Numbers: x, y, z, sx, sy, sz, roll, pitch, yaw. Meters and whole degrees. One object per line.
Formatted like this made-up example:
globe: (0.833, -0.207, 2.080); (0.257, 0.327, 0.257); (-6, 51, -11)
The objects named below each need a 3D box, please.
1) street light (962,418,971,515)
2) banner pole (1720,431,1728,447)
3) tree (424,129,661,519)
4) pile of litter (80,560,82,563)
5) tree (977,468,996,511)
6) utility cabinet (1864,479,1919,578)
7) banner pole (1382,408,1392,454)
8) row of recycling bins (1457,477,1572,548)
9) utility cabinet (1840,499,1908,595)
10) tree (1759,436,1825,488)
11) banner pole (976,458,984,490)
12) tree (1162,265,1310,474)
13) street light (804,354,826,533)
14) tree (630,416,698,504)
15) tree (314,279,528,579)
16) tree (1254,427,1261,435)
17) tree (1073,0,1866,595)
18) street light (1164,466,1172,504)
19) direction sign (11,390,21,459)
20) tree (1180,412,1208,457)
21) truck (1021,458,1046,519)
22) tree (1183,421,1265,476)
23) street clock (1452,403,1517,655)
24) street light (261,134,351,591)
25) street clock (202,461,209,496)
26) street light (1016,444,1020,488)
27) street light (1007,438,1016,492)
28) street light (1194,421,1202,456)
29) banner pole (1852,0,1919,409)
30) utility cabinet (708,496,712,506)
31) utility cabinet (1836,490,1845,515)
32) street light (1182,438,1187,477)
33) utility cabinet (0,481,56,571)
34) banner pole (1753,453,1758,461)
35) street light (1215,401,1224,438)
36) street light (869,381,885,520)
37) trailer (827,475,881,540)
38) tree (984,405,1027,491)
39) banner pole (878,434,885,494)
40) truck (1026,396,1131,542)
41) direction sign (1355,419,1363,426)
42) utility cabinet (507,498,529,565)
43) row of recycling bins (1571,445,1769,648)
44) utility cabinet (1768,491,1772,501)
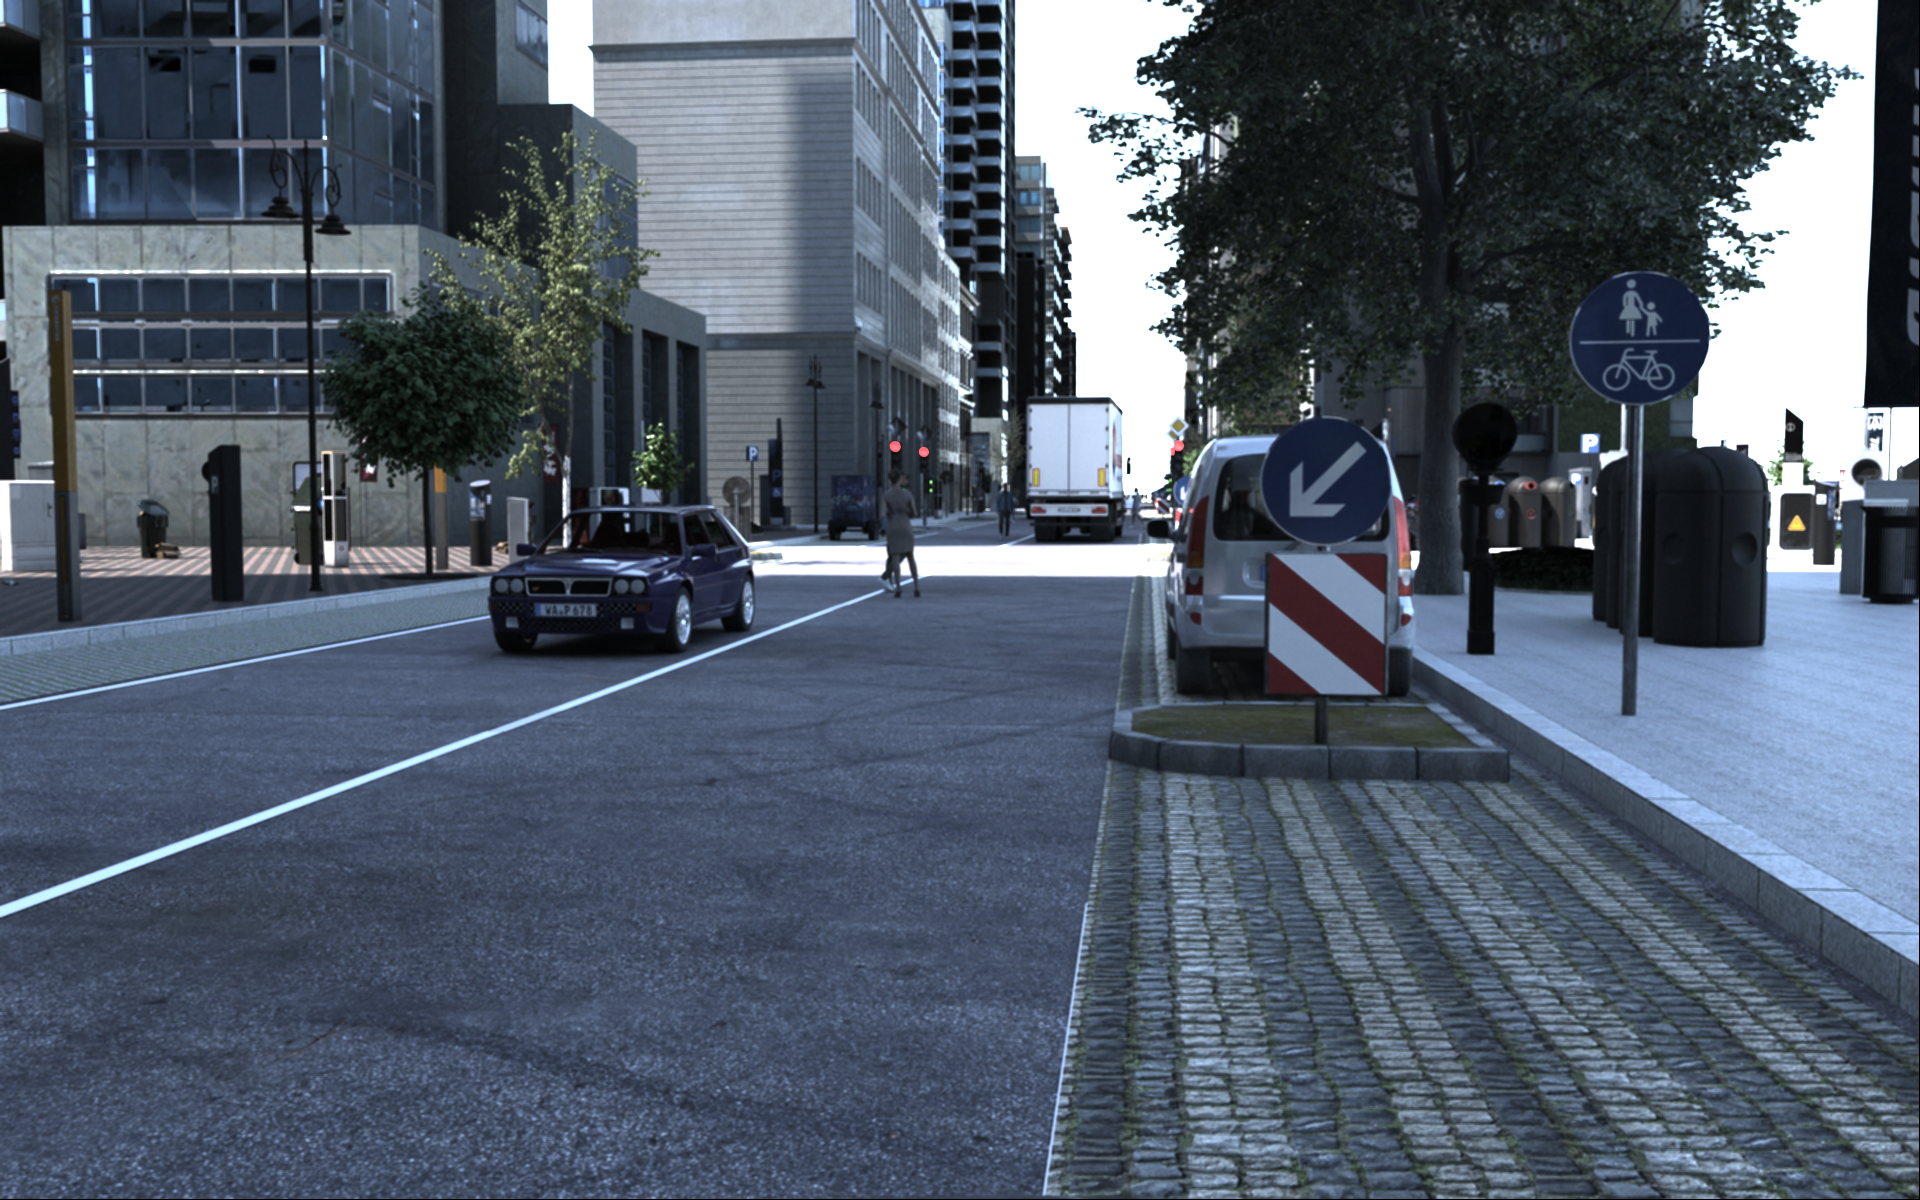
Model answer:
street light: (0.455, -8.099, 105.198); (0.468, 5.910, 1.993); (0, 4, 6)
banner pole: (30.498, -4.844, 69.218); (0.401, 3.779, 0.863); (0, 4, 3)
tree: (-8.098, -5.144, 34.466); (4.737, 8.622, 4.395); (0, 3, 0)
pile of litter: (-16.946, -1.113, 32.164); (1.176, 0.858, 1.719); (-1, 4, -21)
tree: (2.003, -8.280, 129.983); (1.663, 3.219, 1.824); (0, 3, 0)
utility cabinet: (14.375, -1.077, 26.292); (1.173, 1.500, 0.318); (2, 4, 24)
banner pole: (12.432, -3.700, 50.515); (0.401, 3.779, 0.863); (2, 4, 32)
row of recycling bins: (13.027, -2.090, 41.279); (3.534, 1.692, 1.069); (-1, 4, -17)
utility cabinet: (11.801, -0.686, 22.384); (1.020, 1.237, 0.306); (-2, 4, -32)
tree: (23.810, -3.372, 49.732); (1.663, 3.219, 1.824); (0, 3, 0)
banner pole: (1.309, -7.896, 119.119); (0.863, 3.779, 0.401); (3, 5, 40)
tree: (9.239, -6.400, 54.995); (4.737, 8.622, 4.395); (0, 3, 0)
street light: (-4.761, -5.161, 57.177); (0.468, 5.910, 1.993); (0, 4, 6)
tree: (-7.252, -2.941, 42.684); (1.663, 3.219, 1.824); (0, 3, 0)
tree: (-8.214, -2.629, 26.691); (4.285, 4.588, 4.351); (0, 3, 0)
tree: (8.578, -3.394, 50.099); (1.663, 3.219, 1.824); (0, 3, 0)
tree: (6.275, -7.048, 21.898); (9.857, 13.997, 8.962); (0, 3, 0)
street light: (32.036, -18.013, 267.298); (0.468, 5.910, 1.993); (0, 4, 6)
direction sign: (-20.776, -2.794, 37.687); (0.379, 3.537, 0.876); (1, 4, 13)
tree: (20.985, -12.455, 153.999); (4.360, 8.622, 3.978); (0, 3, 0)
truck: (5.329, -6.948, 102.508); (2.839, 4.237, 11.283); (0, 4, 6)
tree: (12.284, -5.680, 76.583); (4.285, 4.588, 4.351); (0, 3, 0)
street clock: (4.183, -0.568, 13.857); (0.471, 2.002, 0.358); (0, 4, 8)
street light: (-8.537, -3.058, 22.780); (0.468, 5.910, 1.993); (0, 4, 6)
street clock: (-15.990, -1.996, 37.203); (0.471, 2.002, 0.358); (0, 4, 1)
street light: (4.772, -10.648, 146.884); (0.468, 5.910, 1.993); (0, 4, 6)
street light: (4.004, -10.195, 139.475); (0.468, 5.910, 1.993); (0, 4, 6)
street light: (14.720, -8.229, 107.324); (0.468, 5.910, 1.993); (0, 4, 6)
banner pole: (3.613, -0.983, 6.092); (0.863, 3.779, 0.401); (1, 4, 11)
utility cabinet: (-16.616, -6.206, 112.623); (1.020, 1.237, 0.306); (-1, 4, -15)
utility cabinet: (48.495, -5.288, 95.136); (0.318, 1.500, 1.173); (0, 4, 7)
street light: (19.273, -10.840, 150.020); (0.468, 5.910, 1.993); (0, 4, 6)
utility cabinet: (-15.319, -1.233, 28.836); (0.318, 1.500, 1.173); (2, 4, 29)
banner pole: (48.694, -7.116, 106.366); (0.863, 3.779, 0.401); (-1, 4, -13)
street light: (10.956, -6.119, 72.827); (0.468, 5.910, 1.993); (0, 4, 6)
street light: (-3.393, -6.004, 70.954); (0.468, 5.910, 1.993); (0, 4, 6)
trailer: (-3.324, -2.796, 52.756); (1.471, 1.999, 3.904); (0, 4, 5)
tree: (3.984, -11.795, 143.212); (4.360, 8.622, 3.978); (0, 3, 0)
banner pole: (-3.297, -5.055, 72.666); (0.401, 3.779, 0.863); (-2, 4, -24)
truck: (3.875, -4.059, 55.277); (2.839, 4.237, 11.283); (0, 4, 8)
direction sign: (12.093, -3.705, 52.575); (0.379, 3.537, 0.876); (0, 4, -2)
utility cabinet: (-7.584, -1.139, 29.784); (0.306, 1.237, 1.020); (-1, 4, -11)
row of recycling bins: (6.588, -0.550, 16.104); (1.069, 1.692, 3.534); (1, 4, 10)
utility cabinet: (56.718, -6.913, 121.712); (0.318, 1.500, 1.173); (0, 4, -6)
